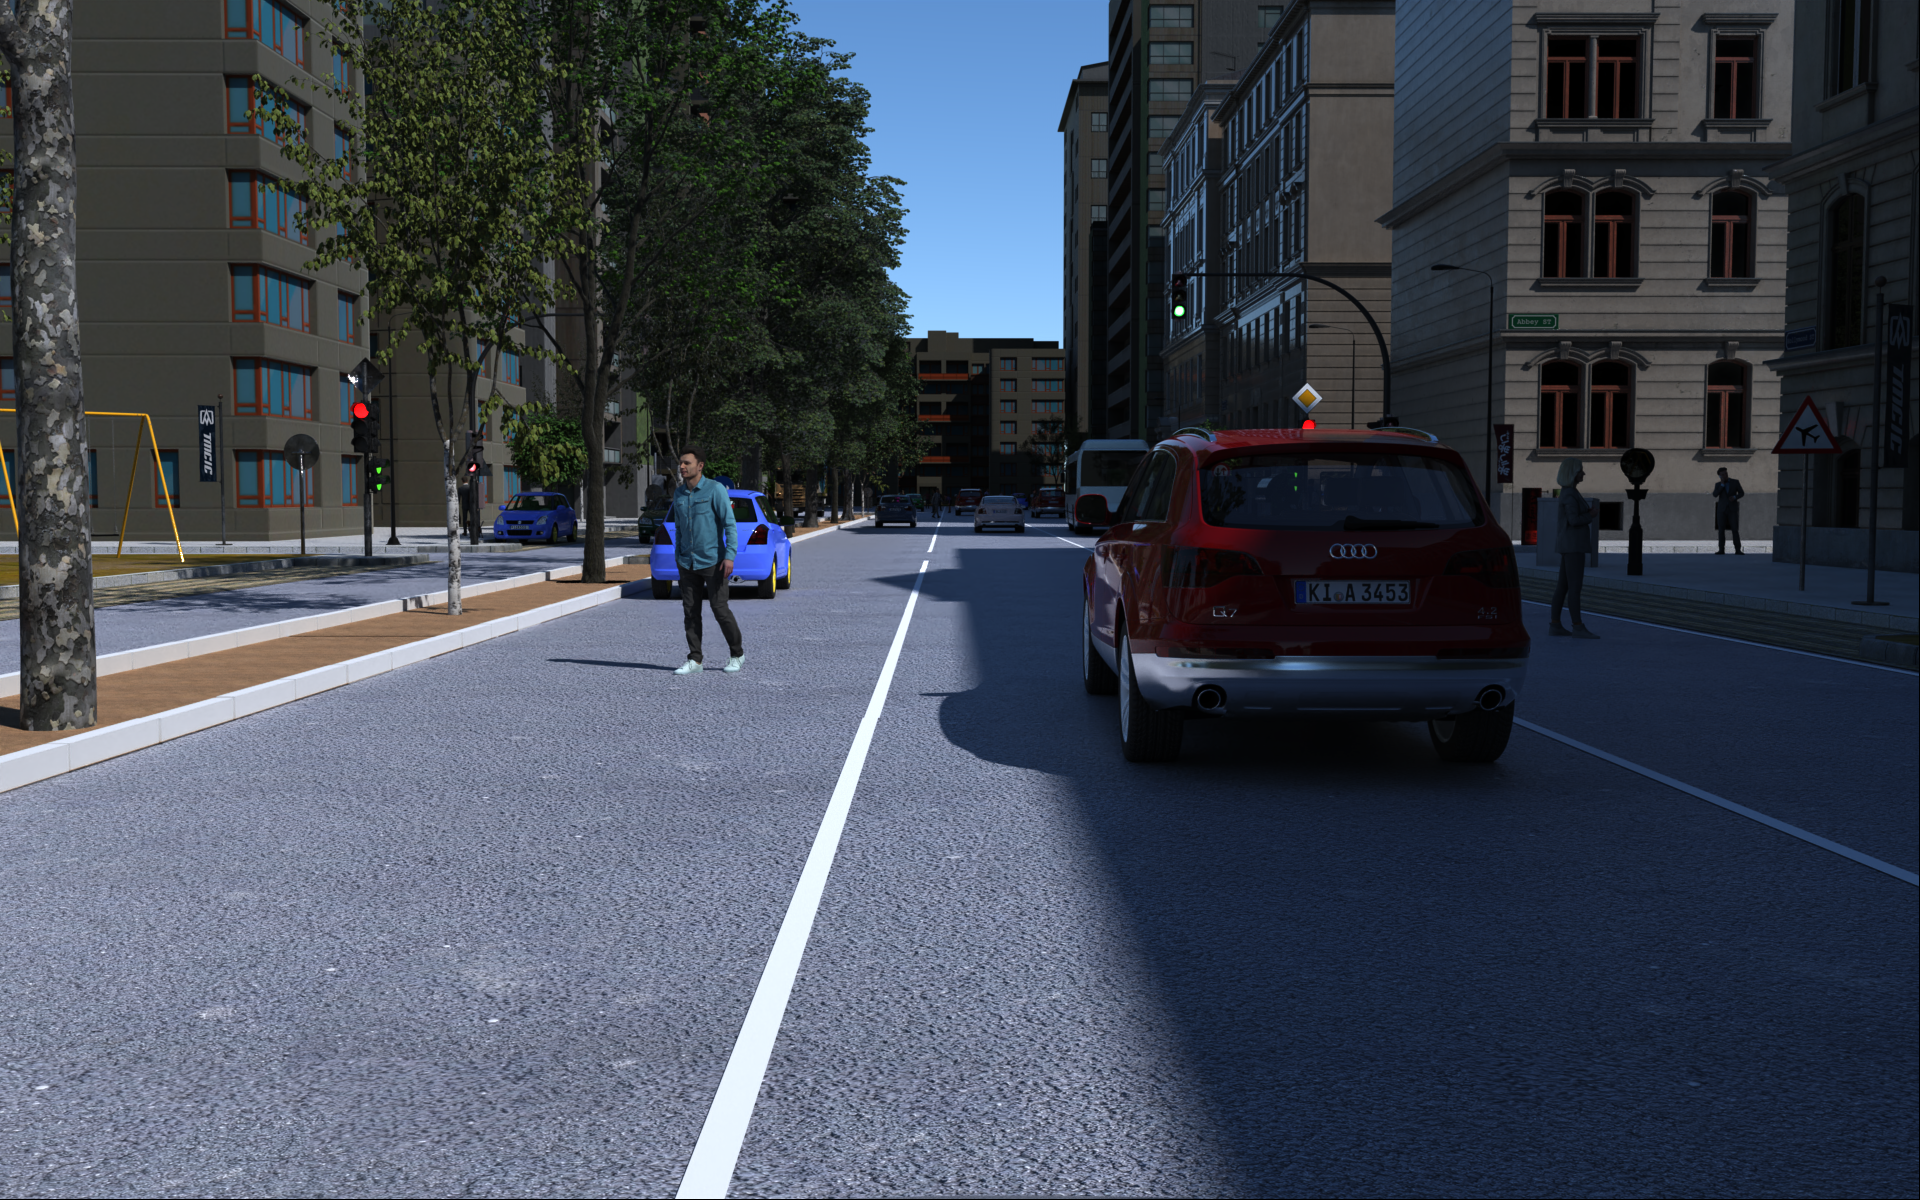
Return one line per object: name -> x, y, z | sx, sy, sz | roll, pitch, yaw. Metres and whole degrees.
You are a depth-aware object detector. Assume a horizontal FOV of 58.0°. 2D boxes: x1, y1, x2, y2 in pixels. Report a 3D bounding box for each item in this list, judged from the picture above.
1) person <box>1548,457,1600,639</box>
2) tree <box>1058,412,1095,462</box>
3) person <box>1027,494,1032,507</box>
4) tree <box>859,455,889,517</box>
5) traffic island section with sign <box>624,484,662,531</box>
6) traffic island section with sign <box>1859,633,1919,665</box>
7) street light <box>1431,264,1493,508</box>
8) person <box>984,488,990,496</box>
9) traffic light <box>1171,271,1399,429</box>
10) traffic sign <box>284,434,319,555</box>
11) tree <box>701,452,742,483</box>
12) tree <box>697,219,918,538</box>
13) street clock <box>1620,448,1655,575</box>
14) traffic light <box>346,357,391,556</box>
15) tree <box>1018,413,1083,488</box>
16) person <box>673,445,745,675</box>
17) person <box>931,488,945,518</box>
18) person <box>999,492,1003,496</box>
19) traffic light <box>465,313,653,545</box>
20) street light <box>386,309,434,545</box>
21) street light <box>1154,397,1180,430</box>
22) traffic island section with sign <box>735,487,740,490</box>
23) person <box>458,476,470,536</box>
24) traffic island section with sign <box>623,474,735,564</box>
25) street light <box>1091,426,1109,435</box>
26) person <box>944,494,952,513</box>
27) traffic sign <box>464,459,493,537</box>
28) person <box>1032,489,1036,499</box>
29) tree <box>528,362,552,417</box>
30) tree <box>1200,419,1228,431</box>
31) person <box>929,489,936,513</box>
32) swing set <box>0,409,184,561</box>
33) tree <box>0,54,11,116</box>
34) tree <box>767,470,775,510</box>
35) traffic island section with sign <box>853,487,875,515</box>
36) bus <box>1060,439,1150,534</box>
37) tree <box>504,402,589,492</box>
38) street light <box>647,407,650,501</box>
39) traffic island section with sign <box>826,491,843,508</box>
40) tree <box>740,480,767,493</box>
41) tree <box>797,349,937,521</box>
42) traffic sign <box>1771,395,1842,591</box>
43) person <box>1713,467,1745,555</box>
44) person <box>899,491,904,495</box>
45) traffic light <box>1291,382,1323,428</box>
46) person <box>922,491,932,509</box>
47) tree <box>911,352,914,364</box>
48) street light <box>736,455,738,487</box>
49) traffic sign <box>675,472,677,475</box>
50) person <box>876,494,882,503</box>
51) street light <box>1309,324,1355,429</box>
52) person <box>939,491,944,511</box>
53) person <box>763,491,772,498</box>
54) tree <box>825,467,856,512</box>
person -> 6.211, -0.534, 17.411 | 0.526, 1.800, 0.537 | 2, 4, 29
tree -> 10.467, -12.508, 154.863 | 4.737, 8.622, 4.395 | 0, 3, 0
person -> 7.530, -10.806, 188.444 | 0.557, 1.426, 1.065 | 3, 4, 38
tree -> -5.923, -9.359, 105.844 | 4.737, 8.622, 4.395 | 0, 3, 0
traffic island section with sign -> -12.101, -3.653, 68.357 | 1.989, 1.847, 2.006 | 0, 4, 0
traffic island section with sign -> 8.937, -0.379, 14.828 | 1.989, 1.847, 2.006 | 0, 4, 0
street light -> 10.208, -3.829, 35.153 | 1.470, 5.913, 1.316 | 0, 4, 0
person -> 2.055, -7.043, 123.516 | 0.599, 1.838, 0.709 | 3, 4, 36
traffic light -> 6.676, -3.728, 35.619 | 4.771, 5.953, 1.251 | 0, 4, 0
traffic sign -> -13.935, -2.236, 36.666 | 0.768, 2.556, 0.104 | 0, 4, 3
tree -> -15.704, -7.819, 111.561 | 4.285, 4.588, 4.351 | 0, 3, 0
tree -> -5.514, -7.281, 55.906 | 8.767, 10.594, 7.601 | 0, 4, 0
street clock -> 10.677, -1.393, 27.339 | 0.471, 2.002, 0.358 | 2, 4, 35
traffic light -> -12.194, -2.857, 35.633 | 0.839, 4.253, 0.868 | 0, 4, 0
tree -> 11.061, -16.045, 196.747 | 8.767, 10.594, 7.601 | -1, 4, -9
person -> -2.010, -0.329, 13.895 | 0.660, 1.820, 0.620 | 2, 4, 28
person -> -1.388, -5.793, 103.483 | 0.850, 1.792, 0.678 | 3, 5, 40
person -> 4.553, -10.978, 188.935 | 0.756, 1.711, 0.436 | -2, 4, -35
traffic light -> -10.150, -4.220, 43.666 | 4.771, 5.953, 1.251 | 0, 4, 0
street light -> -13.746, -4.340, 43.500 | 1.470, 5.913, 1.316 | 0, 4, 0
street light -> 9.993, -6.776, 83.324 | 1.470, 5.913, 1.316 | 0, 4, 0
traffic island section with sign -> -12.259, -5.311, 95.456 | 1.989, 1.847, 2.006 | 0, 4, 0
person -> -15.098, -2.879, 53.077 | 0.622, 1.834, 0.822 | -3, 4, -36
traffic island section with sign -> -5.845, -1.707, 36.039 | 2.006, 1.907, 1.989 | 0, 4, 0
street light -> 9.669, -8.952, 118.911 | 1.470, 5.913, 1.316 | 0, 4, 0
person -> -0.886, -7.336, 131.682 | 0.697, 1.427, 0.421 | -3, 4, -38
traffic sign -> -14.264, -3.137, 51.301 | 0.884, 2.594, 0.081 | 1, 4, 8
person -> 5.393, -6.960, 122.820 | 0.750, 1.759, 0.617 | 1, 4, 17
tree -> -17.861, -7.956, 80.451 | 4.360, 8.622, 3.978 | 0, 3, 0
tree -> 10.844, -5.609, 75.428 | 4.285, 4.588, 4.351 | 0, 3, 0
person -> -2.032, -7.520, 131.463 | 0.705, 1.822, 1.348 | -1, 4, -17
swing set -> -16.853, -2.142, 32.636 | 2.862, 2.851, 3.119 | 3, 5, 41
tree -> -14.968, -4.521, 24.282 | 4.737, 8.622, 4.395 | 0, 3, 0
tree -> -15.391, -8.947, 140.890 | 1.663, 3.219, 1.824 | 0, 3, 0
traffic island section with sign -> -6.335, -6.755, 118.584 | 2.006, 1.907, 1.989 | 0, 4, 0
bus -> 5.400, -4.285, 64.925 | 2.948, 3.499, 13.247 | 0, 4, 2
tree -> -14.742, -4.797, 62.138 | 4.285, 4.588, 4.351 | 0, 3, 0
street light -> -13.784, -6.543, 79.527 | 1.470, 5.913, 1.316 | 0, 4, 0
traffic island section with sign -> -12.725, -10.072, 173.312 | 1.989, 1.847, 2.006 | 0, 4, 0
tree -> -15.963, -8.370, 131.449 | 1.663, 3.219, 1.824 | 0, 3, 0
tree -> -6.072, -10.633, 93.309 | 9.611, 12.733, 9.660 | 0, 3, 0
traffic sign -> 11.186, -1.403, 22.938 | 0.884, 2.594, 0.081 | 1, 4, 9
person -> 16.268, -1.883, 36.636 | 0.655, 1.846, 0.447 | 2, 4, 26
person -> -5.561, -9.458, 163.672 | 0.617, 1.759, 0.750 | -1, 4, -11
traffic light -> 8.719, -3.354, 43.758 | 0.839, 4.253, 0.868 | 0, 4, 0
person -> -3.195, -9.861, 170.451 | 1.217, 1.743, 0.721 | -1, 4, -10
tree -> -5.975, -9.497, 83.491 | 9.928, 11.665, 9.643 | 0, 3, 0
street light -> -14.206, -8.682, 114.487 | 1.470, 5.913, 1.316 | 0, 4, 0
traffic sign -> -14.847, -5.641, 92.333 | 0.768, 2.556, 0.104 | 0, 4, 3
person -> -9.057, -11.199, 194.795 | 0.628, 1.438, 0.799 | 1, 4, 10
street light -> 10.203, -4.577, 47.373 | 1.470, 5.913, 1.316 | 0, 4, 0
person -> -1.765, -8.551, 148.862 | 0.990, 1.755, 0.434 | -2, 4, -26
person -> -16.198, -8.382, 143.802 | 1.217, 1.735, 0.721 | -1, 4, -23
tree -> -6.282, -9.033, 100.504 | 4.360, 8.622, 3.978 | 0, 3, 0
